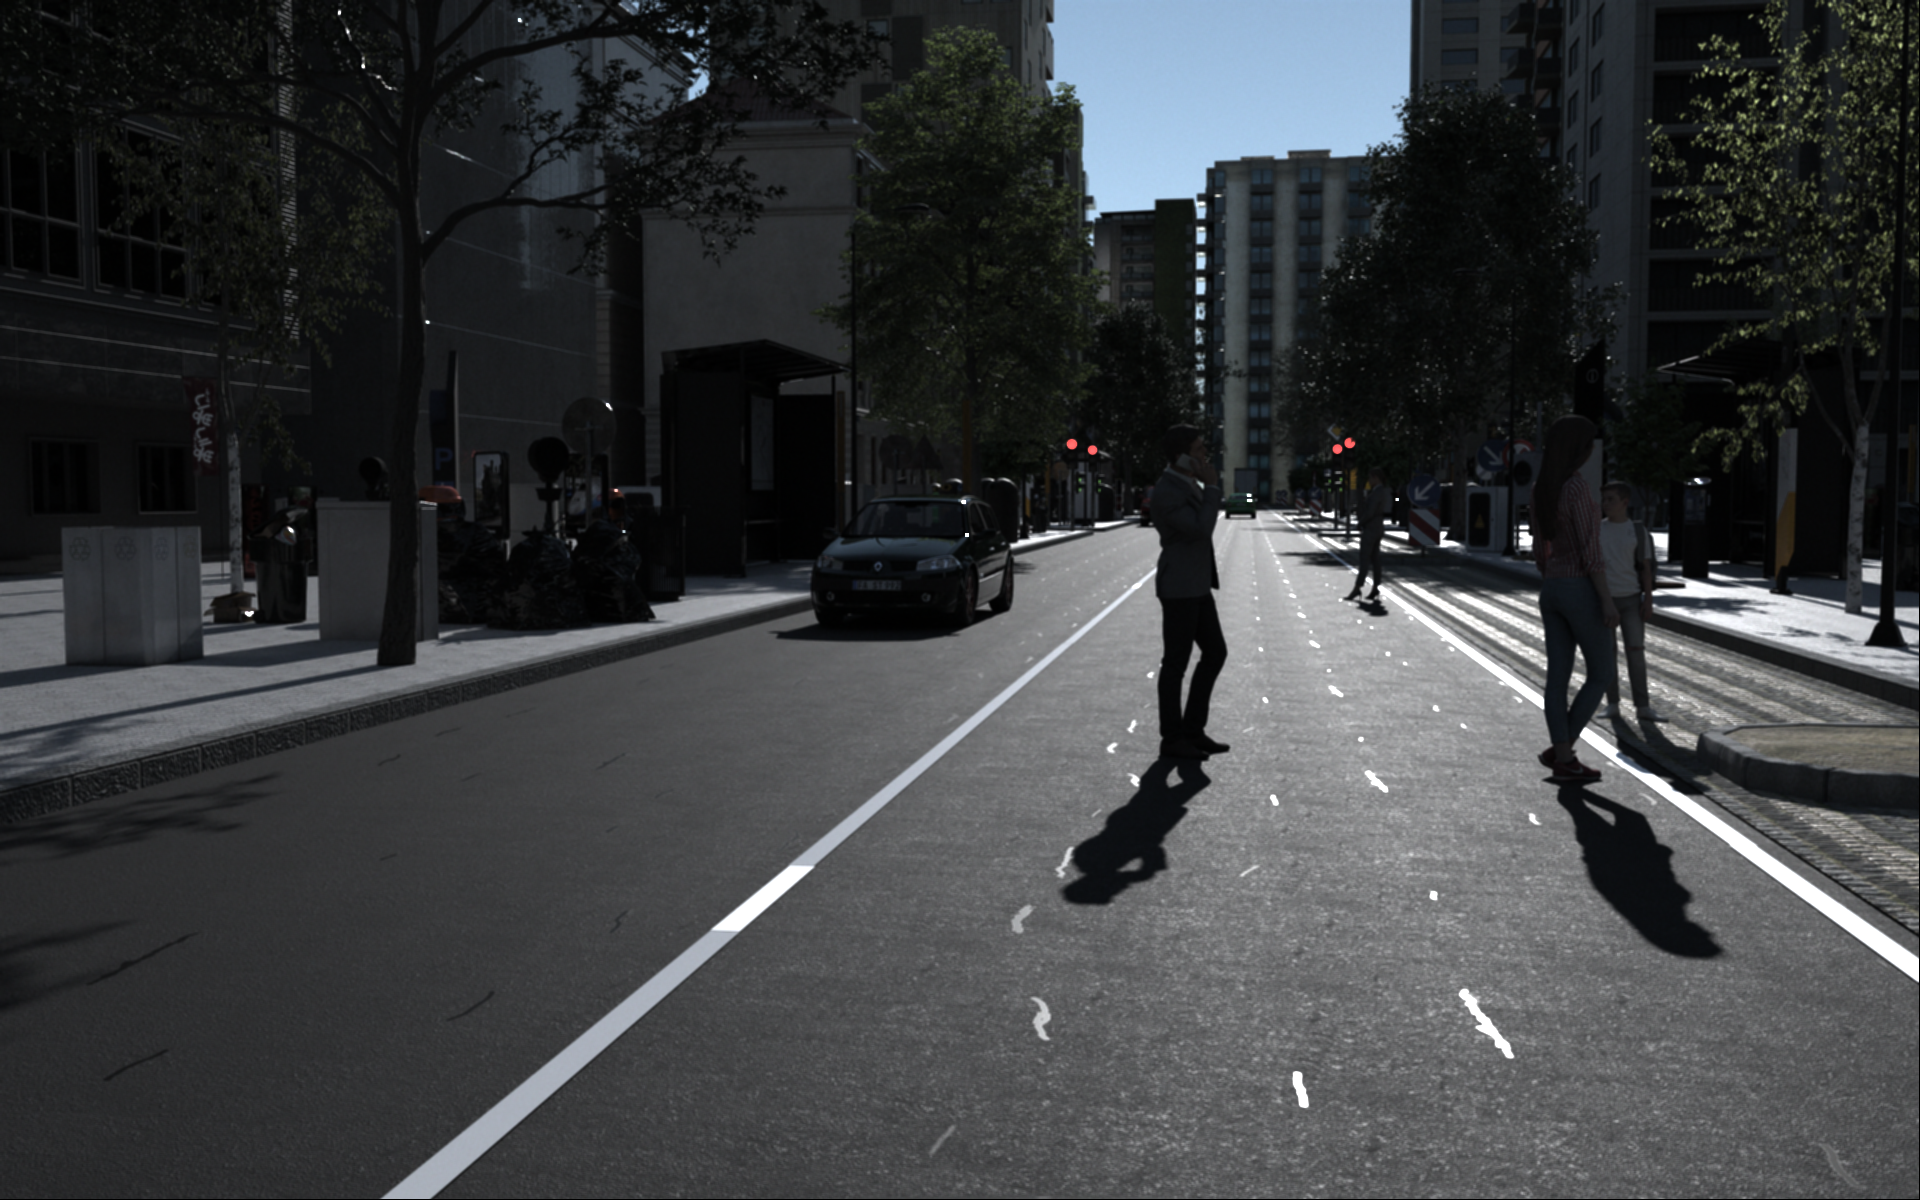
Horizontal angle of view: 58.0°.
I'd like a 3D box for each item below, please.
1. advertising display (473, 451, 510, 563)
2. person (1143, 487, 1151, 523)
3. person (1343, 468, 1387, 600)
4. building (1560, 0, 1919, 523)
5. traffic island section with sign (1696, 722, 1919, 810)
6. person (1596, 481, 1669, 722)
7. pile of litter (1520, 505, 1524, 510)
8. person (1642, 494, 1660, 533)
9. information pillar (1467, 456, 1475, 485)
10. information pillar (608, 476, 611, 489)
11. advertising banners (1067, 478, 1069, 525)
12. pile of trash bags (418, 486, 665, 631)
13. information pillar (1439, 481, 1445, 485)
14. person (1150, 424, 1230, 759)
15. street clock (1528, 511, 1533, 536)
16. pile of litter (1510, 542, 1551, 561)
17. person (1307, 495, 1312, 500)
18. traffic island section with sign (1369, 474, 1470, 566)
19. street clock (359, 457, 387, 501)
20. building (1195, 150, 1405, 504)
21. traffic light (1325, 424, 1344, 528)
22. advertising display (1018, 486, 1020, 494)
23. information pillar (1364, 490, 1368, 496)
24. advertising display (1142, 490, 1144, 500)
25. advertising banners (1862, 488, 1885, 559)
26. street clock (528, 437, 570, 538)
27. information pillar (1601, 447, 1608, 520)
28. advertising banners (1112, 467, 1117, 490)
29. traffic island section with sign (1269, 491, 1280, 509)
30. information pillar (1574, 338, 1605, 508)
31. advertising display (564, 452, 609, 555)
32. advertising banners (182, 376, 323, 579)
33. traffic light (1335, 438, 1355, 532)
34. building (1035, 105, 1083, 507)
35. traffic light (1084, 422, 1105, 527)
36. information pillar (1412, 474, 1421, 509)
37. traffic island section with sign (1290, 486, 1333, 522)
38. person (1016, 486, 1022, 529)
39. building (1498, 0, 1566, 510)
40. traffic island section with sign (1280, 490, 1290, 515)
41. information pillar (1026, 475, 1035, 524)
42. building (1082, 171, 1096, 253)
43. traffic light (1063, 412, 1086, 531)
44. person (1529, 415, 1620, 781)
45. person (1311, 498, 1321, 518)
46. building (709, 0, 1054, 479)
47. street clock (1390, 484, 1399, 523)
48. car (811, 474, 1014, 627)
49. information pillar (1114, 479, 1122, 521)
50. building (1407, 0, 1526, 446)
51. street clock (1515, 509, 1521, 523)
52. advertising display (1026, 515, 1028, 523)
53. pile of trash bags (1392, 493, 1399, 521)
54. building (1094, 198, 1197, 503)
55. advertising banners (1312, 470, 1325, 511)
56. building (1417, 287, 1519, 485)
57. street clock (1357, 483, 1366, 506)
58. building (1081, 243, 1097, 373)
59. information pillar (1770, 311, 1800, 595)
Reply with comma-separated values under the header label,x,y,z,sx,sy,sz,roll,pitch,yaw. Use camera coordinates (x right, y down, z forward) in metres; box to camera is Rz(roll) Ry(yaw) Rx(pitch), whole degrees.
label,x,y,z,sx,sy,sz,roll,pitch,yaw
advertising display,-7.123,-1.293,26.355,0.123,1.923,0.974,-3,5,-40
person,9.326,-4.730,86.005,0.590,1.801,0.661,0,4,-2
person,5.506,-0.903,23.536,0.573,1.790,0.520,1,4,10
building,41.005,-39.318,81.095,20.611,71.187,20.563,1,4,9
traffic island section with sign,4.852,0.000,8.635,1.989,1.847,2.006,1,4,9
person,4.210,0.007,10.982,0.503,1.515,0.523,0,4,-8
pile of litter,31.724,-5.182,98.683,1.176,0.858,1.719,0,4,-8
person,23.636,-3.101,59.395,0.606,1.804,0.583,1,4,11
information pillar,31.377,-7.038,106.423,0.183,3.616,0.504,-3,5,-40
information pillar,-14.579,-4.104,71.588,0.304,2.012,0.304,0,4,-3
advertising banners,4.445,-4.596,71.338,0.090,3.025,2.074,0,4,5
pile of trash bags,-4.712,-0.498,17.891,3.447,1.369,1.912,3,5,44
information pillar,26.587,-5.584,95.792,0.304,2.012,0.304,-3,5,-41
person,1.265,-0.047,9.448,0.473,1.802,0.592,2,4,31
street clock,17.681,-2.993,53.502,0.471,2.002,0.358,1,4,20
pile of litter,11.418,-1.180,33.260,1.176,0.858,1.719,-2,4,-26
person,44.530,-12.943,220.651,0.750,1.759,0.617,1,4,12
traffic island section with sign,9.254,-1.627,35.230,1.989,1.847,2.006,1,4,9
street clock,-11.591,-1.814,34.229,0.471,2.002,0.358,0,4,7
building,48.704,-38.181,243.869,30.456,49.044,23.786,1,4,9
traffic light,14.271,-4.696,65.700,0.839,4.253,0.868,1,4,9
advertising display,4.192,-7.419,126.512,0.974,1.923,0.123,1,4,17
information pillar,32.554,-9.044,139.228,0.504,3.616,0.183,-1,4,-19
advertising display,13.875,-7.703,131.164,0.123,1.923,0.974,1,4,8
advertising banners,17.588,-2.360,34.774,0.090,3.025,2.074,-2,4,-34
street clock,-5.223,-1.068,22.035,0.471,2.002,0.358,-2,4,-35
information pillar,9.992,-1.393,27.274,0.304,2.012,0.304,3,5,39
advertising banners,8.918,-6.919,109.314,2.074,3.025,0.090,1,4,16
traffic island section with sign,30.953,-9.637,166.198,1.989,1.847,2.006,1,4,9
information pillar,9.558,-2.140,26.343,0.183,3.616,0.504,-2,4,-32
advertising display,-5.841,-1.338,27.090,0.974,1.923,0.123,3,5,41
advertising banners,-10.730,-1.845,26.355,2.074,3.025,0.090,-3,5,-42
traffic light,12.966,-4.214,57.822,0.839,4.253,0.868,1,4,9
building,4.923,-30.234,177.926,14.154,41.232,14.086,1,4,9
traffic light,5.181,-4.787,67.184,0.839,4.253,0.868,1,4,9
information pillar,16.951,-3.660,64.325,0.304,2.012,0.304,2,4,27
traffic island section with sign,18.343,-4.982,90.075,1.989,1.847,2.006,1,4,9
person,2.103,-3.410,64.795,0.519,1.759,0.362,3,5,42
building,47.361,-27.965,111.848,22.147,44.769,28.867,1,4,9
traffic island section with sign,22.755,-6.608,116.668,1.989,1.847,2.006,1,4,9
information pillar,2.878,-4.976,72.719,0.504,3.616,0.183,2,4,27
building,4.406,-38.592,250.589,30.456,49.044,23.786,1,4,9
traffic light,3.875,-4.305,59.306,0.839,4.253,0.868,1,4,9
person,3.077,-0.008,8.646,0.388,1.821,0.555,-2,4,-25
person,19.367,-5.266,94.376,0.755,1.850,0.659,3,4,36
building,-6.008,-34.808,158.346,28.713,52.752,27.495,1,4,9
street clock,18.957,-4.344,75.598,0.358,2.002,0.471,3,4,37
car,-0.475,-0.629,20.072,2.009,1.686,4.222,1,4,11
information pillar,7.687,-4.871,84.140,0.304,2.012,0.304,-1,4,-12
building,58.644,-39.328,185.013,21.231,58.520,28.212,1,4,9
street clock,25.136,-4.493,78.024,0.358,2.002,0.471,-3,4,-38
advertising display,2.886,-4.237,74.481,0.123,1.923,0.974,1,4,18
pile of trash bags,21.602,-4.479,82.979,1.912,1.369,3.447,-1,4,-12
building,25.883,-34.191,242.610,14.086,41.232,14.154,1,4,9
advertising banners,26.186,-7.925,125.768,0.090,3.025,2.074,-2,4,-25
building,56.972,-19.113,157.529,27.650,21.520,28.899,1,4,9
street clock,21.160,-5.305,91.312,0.358,2.002,0.471,-1,4,-22
building,8.649,-26.291,201.561,14.107,30.474,14.160,1,4,9
information pillar,10.535,-1.878,22.055,0.183,3.616,0.504,1,4,9
